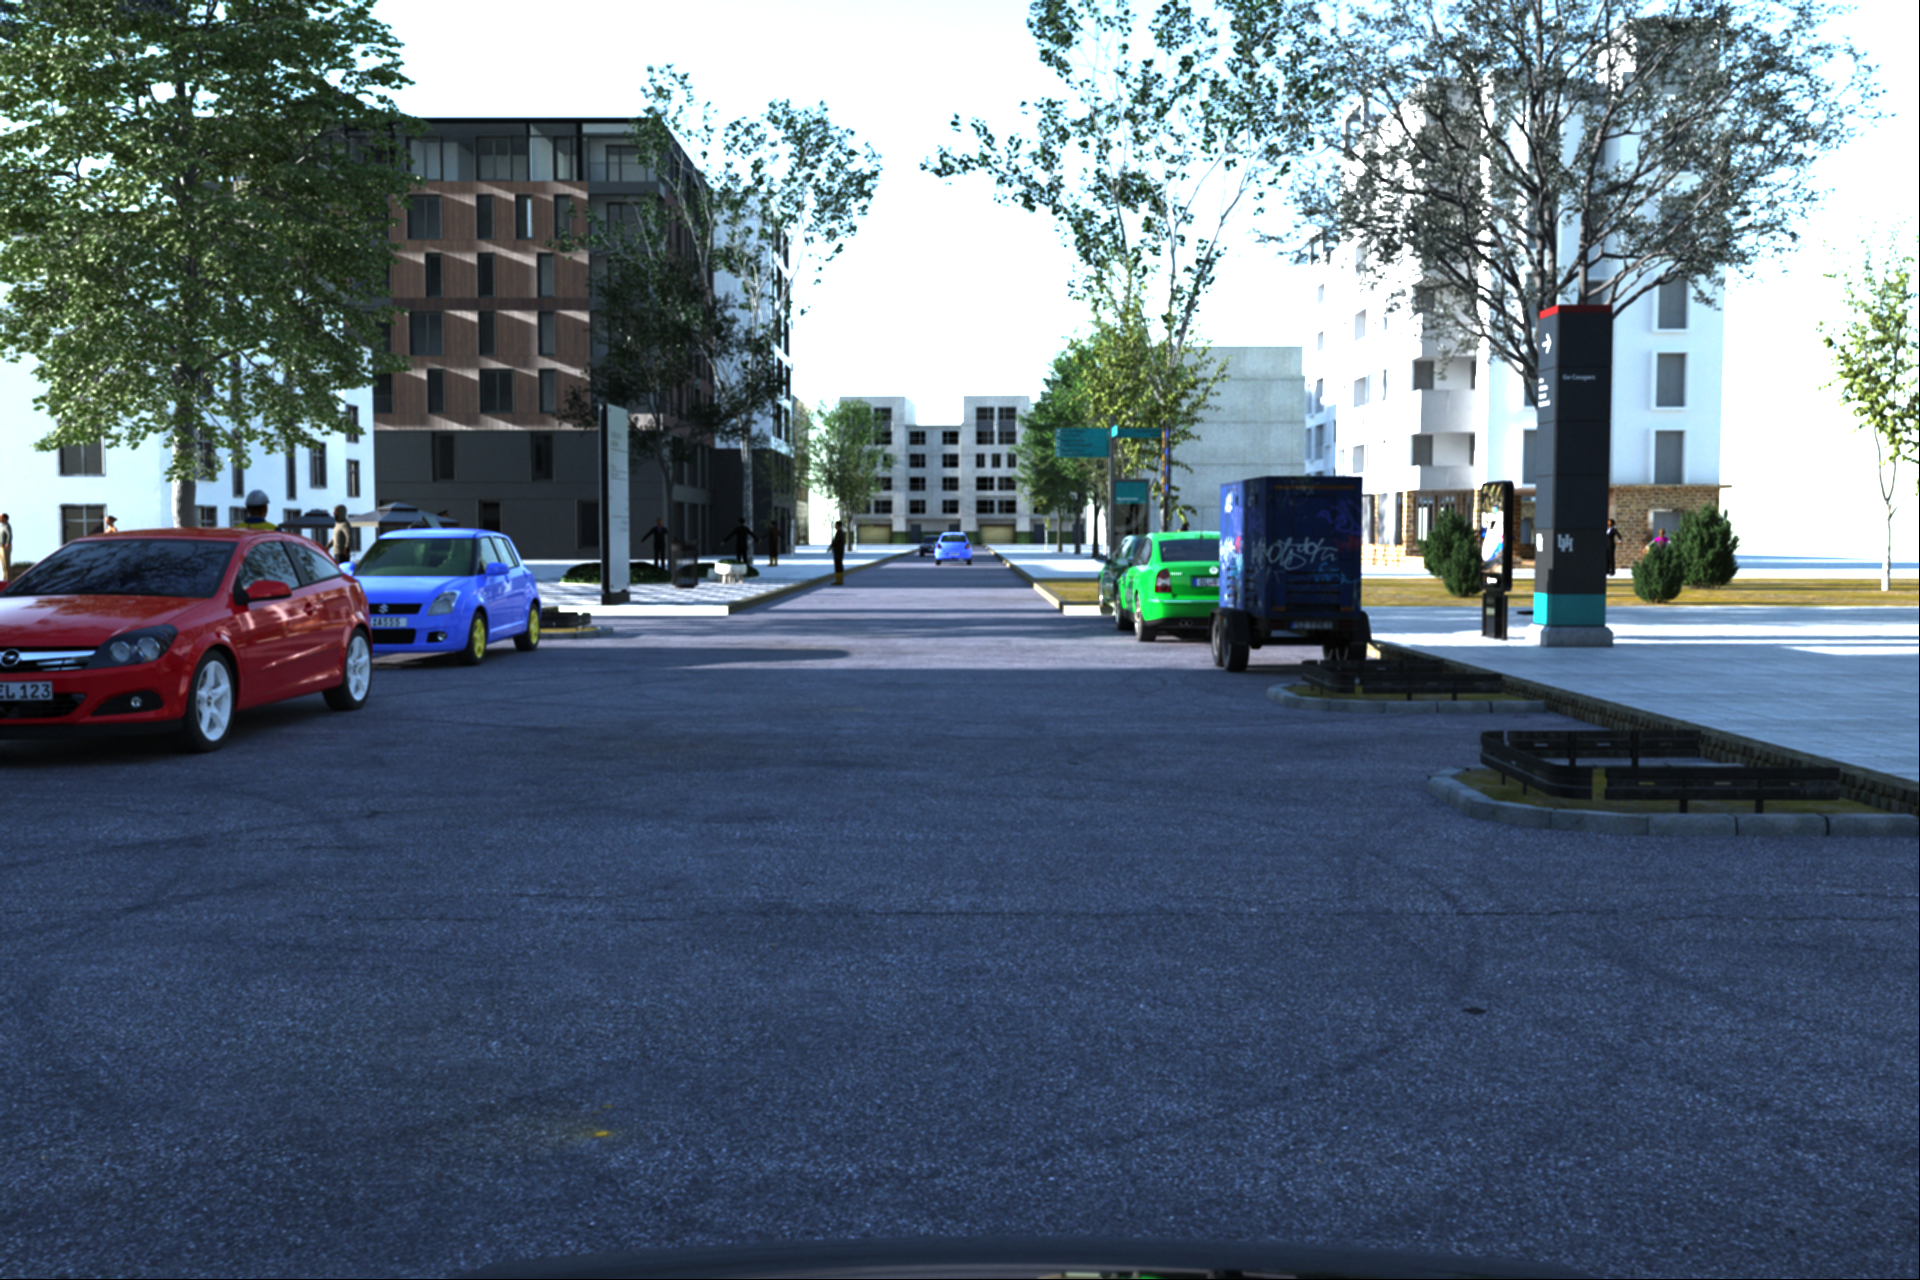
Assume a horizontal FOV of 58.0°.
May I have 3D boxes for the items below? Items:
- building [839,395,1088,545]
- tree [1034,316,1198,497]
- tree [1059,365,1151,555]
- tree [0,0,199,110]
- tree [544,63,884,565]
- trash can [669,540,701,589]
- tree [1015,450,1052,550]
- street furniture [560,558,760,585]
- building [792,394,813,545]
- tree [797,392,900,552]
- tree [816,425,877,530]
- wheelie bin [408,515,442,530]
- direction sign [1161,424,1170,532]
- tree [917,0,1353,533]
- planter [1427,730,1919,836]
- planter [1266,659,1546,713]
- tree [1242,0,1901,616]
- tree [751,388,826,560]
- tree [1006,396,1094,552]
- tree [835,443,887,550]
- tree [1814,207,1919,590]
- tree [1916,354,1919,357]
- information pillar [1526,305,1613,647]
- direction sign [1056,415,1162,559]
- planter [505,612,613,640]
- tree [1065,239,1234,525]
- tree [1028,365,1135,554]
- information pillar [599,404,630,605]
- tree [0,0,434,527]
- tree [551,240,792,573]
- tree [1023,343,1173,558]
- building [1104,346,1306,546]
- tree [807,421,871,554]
[{"bbox_3d":[0.919,-21.901,226.992,31.486,18.905,16.747,0,4,4],"label":"building"},{"bbox_3d":[7.330,-9.523,81.457,9.928,11.665,9.643,0,3,0],"label":"tree"},{"bbox_3d":[6.352,-7.624,75.015,4.360,8.622,3.978,0,3,0],"label":"tree"},{"bbox_3d":[-11.319,-6.307,13.493,12.009,13.543,11.850,0,3,0],"label":"tree"},{"bbox_3d":[-9.992,-13.178,71.348,12.611,20.169,13.585,0,3,0],"label":"tree"},{"bbox_3d":[-6.505,-1.791,40.937,0.748,1.137,0.748,0,3,0],"label":"trash can"},{"bbox_3d":[6.571,-11.328,135.571,4.737,8.622,4.395,0,3,0],"label":"tree"},{"bbox_3d":[-8.447,-2.003,48.375,5.734,0.657,10.072,0,4,-8],"label":"street furniture"},{"bbox_3d":[-27.688,-22.702,202.099,19.493,23.208,18.063,0,3,0],"label":"building"},{"bbox_3d":[-8.114,-12.263,126.251,9.928,11.665,9.643,0,3,0],"label":"tree"},{"bbox_3d":[-7.842,-10.278,118.402,4.737,8.622,4.395,0,3,0],"label":"tree"},{"bbox_3d":[-9.071,-1.324,29.558,0.693,1.594,0.980,0,4,0],"label":"wheelie bin"},{"bbox_3d":[4.272,-2.696,36.073,0.379,3.537,0.876,0,4,-2],"label":"direction sign"},{"bbox_3d":[5.429,-12.254,56.245,12.611,20.169,13.585,0,3,0],"label":"tree"},{"bbox_3d":[3.582,0.729,9.215,1.991,0.319,1.994,0,4,1],"label":"planter"},{"bbox_3d":[3.685,0.386,14.832,1.991,0.319,1.994,0,4,-1],"label":"planter"},{"bbox_3d":[9.392,-7.149,27.263,12.009,13.543,11.850,0,3,0],"label":"tree"},{"bbox_3d":[-8.353,-8.327,86.502,4.360,8.622,3.978,0,3,0],"label":"tree"},{"bbox_3d":[7.206,-12.019,122.265,9.928,11.665,9.643,0,3,0],"label":"tree"},{"bbox_3d":[-8.428,-11.422,137.118,4.360,8.622,3.978,0,3,0],"label":"tree"},{"bbox_3d":[21.185,-5.429,39.131,4.737,8.622,4.395,0,3,0],"label":"tree"},{"bbox_3d":[26.884,-5.802,45.218,4.360,8.622,3.978,0,3,0],"label":"tree"},{"bbox_3d":[7.039,-1.868,19.917,0.750,3.857,0.750,0,3,0],"label":"information pillar"},{"bbox_3d":[3.414,-3.036,38.397,2.525,3.948,1.411,0,4,0],"label":"direction sign"},{"bbox_3d":[-5.999,-0.205,24.486,1.991,0.319,1.994,0,4,0],"label":"planter"},{"bbox_3d":[4.430,-5.692,43.427,4.737,8.622,4.395,0,3,0],"label":"tree"},{"bbox_3d":[7.874,-11.740,110.079,7.486,12.596,7.792,0,3,0],"label":"tree"},{"bbox_3d":[-6.382,-2.490,32.029,0.184,3.620,1.656,0,4,1],"label":"information pillar"},{"bbox_3d":[-12.072,-6.666,27.115,7.486,12.596,7.792,0,3,0],"label":"tree"},{"bbox_3d":[-8.919,-7.335,54.332,8.767,10.594,7.601,1,4,19],"label":"tree"},{"bbox_3d":[7.368,-10.143,91.591,9.928,11.665,9.643,0,3,0],"label":"tree"},{"bbox_3d":[23.831,-18.637,171.178,16.747,18.905,31.486,0,4,1],"label":"building"},{"bbox_3d":[-8.403,-9.835,111.171,4.360,8.622,3.978,0,3,0],"label":"tree"}]
